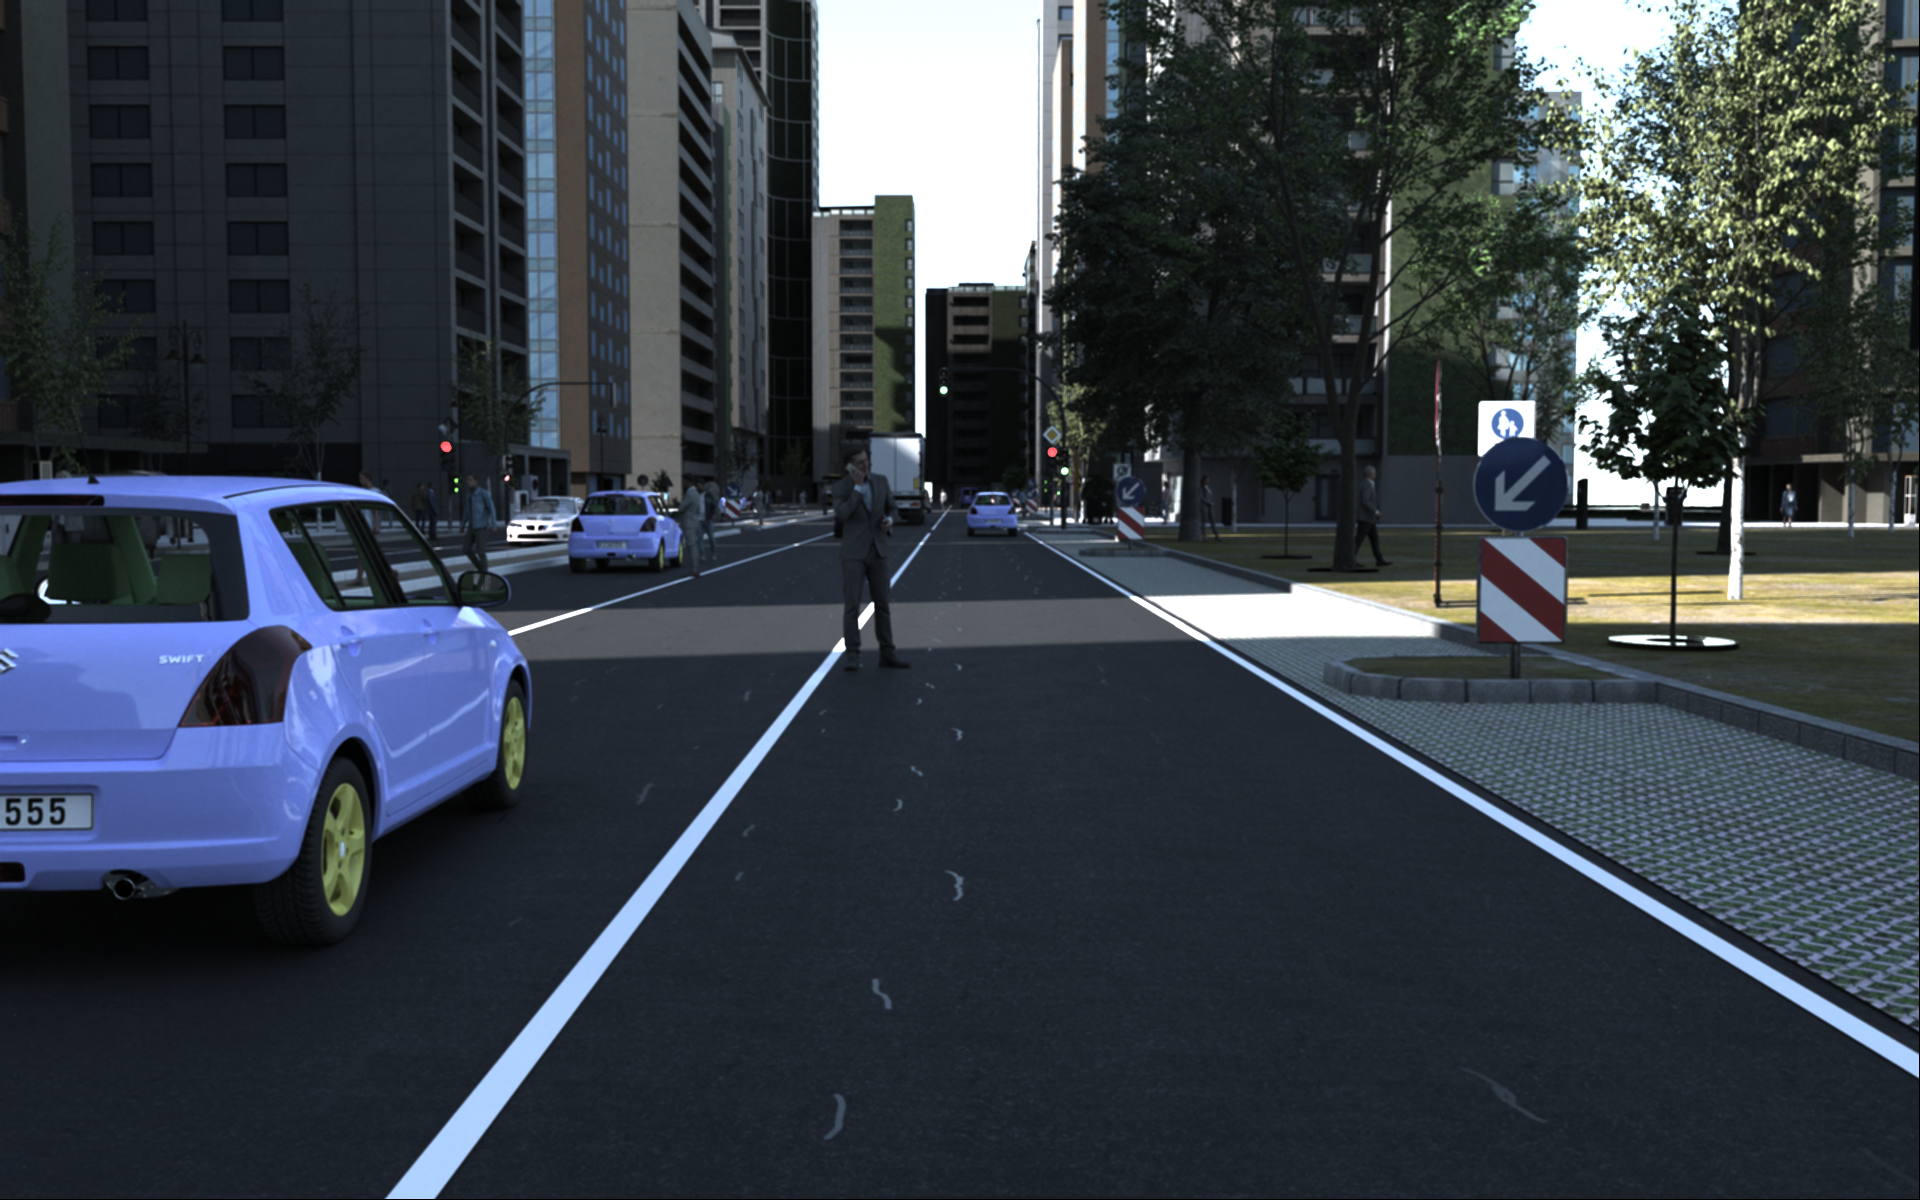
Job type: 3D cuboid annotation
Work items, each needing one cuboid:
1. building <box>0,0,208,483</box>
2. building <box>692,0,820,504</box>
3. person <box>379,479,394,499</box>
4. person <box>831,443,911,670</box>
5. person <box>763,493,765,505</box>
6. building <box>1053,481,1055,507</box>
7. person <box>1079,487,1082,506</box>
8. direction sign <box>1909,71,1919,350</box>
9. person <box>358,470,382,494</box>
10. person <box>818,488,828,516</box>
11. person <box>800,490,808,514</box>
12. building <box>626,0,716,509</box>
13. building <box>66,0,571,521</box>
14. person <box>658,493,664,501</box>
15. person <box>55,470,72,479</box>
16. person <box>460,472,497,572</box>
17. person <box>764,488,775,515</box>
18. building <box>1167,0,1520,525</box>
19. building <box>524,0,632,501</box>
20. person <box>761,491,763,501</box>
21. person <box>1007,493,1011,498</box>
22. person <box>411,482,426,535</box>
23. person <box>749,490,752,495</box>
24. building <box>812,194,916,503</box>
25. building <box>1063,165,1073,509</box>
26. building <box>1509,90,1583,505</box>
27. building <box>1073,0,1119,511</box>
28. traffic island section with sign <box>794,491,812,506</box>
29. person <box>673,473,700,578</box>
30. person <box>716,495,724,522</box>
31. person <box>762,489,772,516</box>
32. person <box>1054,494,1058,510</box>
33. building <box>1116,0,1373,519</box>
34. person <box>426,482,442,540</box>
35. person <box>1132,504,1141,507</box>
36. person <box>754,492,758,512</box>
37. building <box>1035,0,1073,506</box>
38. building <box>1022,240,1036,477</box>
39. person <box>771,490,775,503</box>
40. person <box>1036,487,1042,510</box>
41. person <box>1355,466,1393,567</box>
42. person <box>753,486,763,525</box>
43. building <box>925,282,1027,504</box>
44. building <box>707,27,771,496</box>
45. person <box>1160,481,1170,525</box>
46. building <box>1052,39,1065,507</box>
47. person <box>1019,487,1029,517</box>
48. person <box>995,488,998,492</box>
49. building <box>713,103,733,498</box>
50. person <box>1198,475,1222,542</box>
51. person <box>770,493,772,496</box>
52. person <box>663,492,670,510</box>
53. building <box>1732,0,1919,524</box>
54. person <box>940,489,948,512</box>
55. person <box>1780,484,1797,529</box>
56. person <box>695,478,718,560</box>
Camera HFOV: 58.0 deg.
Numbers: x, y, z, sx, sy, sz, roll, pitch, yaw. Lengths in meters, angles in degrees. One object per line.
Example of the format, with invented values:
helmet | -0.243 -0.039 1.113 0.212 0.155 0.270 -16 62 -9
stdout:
building | -40.289 -24.039 47.666 28.867 44.769 22.147 0 3 0
building | -30.445 -49.049 240.201 20.611 71.187 20.563 0 3 0
person | -20.561 -3.418 61.908 0.794 1.824 0.713 3 4 37
person | -0.724 -0.358 14.165 0.655 1.846 0.447 -2 4 -27
person | -22.124 -11.668 196.773 1.348 1.831 0.705 2 4 34
building | 16.729 -30.531 182.776 14.154 41.232 14.086 0 3 0
person | 8.895 -7.273 125.171 1.509 1.804 0.699 3 5 44
direction sign | 5.530 -1.052 9.197 0.876 3.537 0.379 2 4 24
person | -9.193 -1.125 26.987 0.778 1.811 0.616 -2 4 -28
person | -8.843 -6.320 112.015 0.590 1.801 0.661 -1 4 -21
person | -11.189 -7.020 123.849 0.480 1.755 0.524 2 4 30
building | -34.431 -32.606 156.812 21.300 48.544 21.600 0 3 0
building | -32.000 -39.888 90.416 20.563 71.187 20.611 0 3 0
person | -23.927 -8.037 138.456 0.512 1.701 0.522 -1 4 -22
person | -13.989 -1.127 27.118 0.537 1.800 0.526 0 4 6
person | -7.612 -1.136 27.411 0.601 1.785 0.444 3 5 40
person | -13.100 -6.769 119.021 0.795 1.843 0.661 -1 4 -10
building | 15.991 -24.097 77.577 14.086 41.232 14.154 0 3 0
building | -30.563 -28.529 116.564 14.600 45.320 14.200 0 3 0
person | -21.904 -11.329 191.254 0.705 1.826 1.348 -2 4 -30
person | 6.200 -13.143 221.728 0.445 1.727 0.742 3 4 38
person | -18.874 -3.194 60.640 0.656 1.842 0.836 -2 4 -24
person | -22.935 -11.132 188.783 0.721 1.736 1.217 0 4 3
building | -13.098 -33.934 238.410 14.086 41.232 14.154 0 3 0
building | 16.110 -23.415 154.540 14.160 30.474 14.107 0 3 0
building | 57.093 -35.832 205.455 30.456 49.044 23.786 0 3 0
building | 16.004 -29.537 133.035 14.600 45.320 14.200 0 3 0
traffic island section with sign | -18.131 -11.731 200.430 1.989 1.847 2.006 0 3 0
person | -4.720 -1.298 29.895 0.466 1.800 0.511 -1 4 -10
person | -12.452 -4.861 88.254 0.850 1.792 0.678 -2 4 -29
person | -12.571 -6.367 112.941 0.623 1.781 0.721 -1 4 -16
person | 7.868 -8.085 142.905 0.373 1.253 0.362 3 5 41
building | 16.701 -25.951 107.900 14.154 41.232 14.086 0 3 0
person | -16.363 -2.754 53.704 0.419 1.800 0.721 -2 4 -31
person | 7.322 -4.037 72.067 0.581 1.822 0.654 -2 4 -34
person | -16.391 -8.013 139.534 0.620 1.820 0.660 2 4 24
building | 19.448 -40.479 203.828 21.231 58.520 28.212 0 3 0
building | 21.146 -33.984 247.523 23.993 40.220 32.217 0 3 0
person | -21.595 -11.873 200.987 1.217 1.723 0.721 0 4 -2
person | 6.339 -8.231 140.650 0.654 1.822 0.581 1 4 19
person | 7.229 -1.467 30.424 0.834 1.777 0.661 0 4 2
person | -9.019 -4.196 77.285 0.466 1.800 0.511 0 4 -6
building | 2.095 -28.610 239.473 14.107 30.474 14.160 0 3 0
building | -37.387 -37.583 203.724 27.495 52.752 28.713 0 3 0
person | 8.593 -4.077 72.713 0.388 1.821 0.555 -2 4 -23
building | 16.257 -31.708 168.535 14.600 45.320 14.200 0 3 0
person | 4.017 -6.051 107.299 0.638 1.841 0.748 1 4 15
person | 1.893 -5.092 92.103 0.624 1.780 0.694 -1 4 -12
building | -31.088 -30.102 175.764 14.154 41.232 14.086 0 3 0
person | 6.749 -2.471 46.719 0.573 1.790 0.520 2 4 32
person | -21.517 -11.510 193.860 1.348 1.869 0.705 3 4 37
person | -23.733 -8.183 139.694 0.638 1.841 0.748 2 4 35
building | 51.840 -26.137 81.970 28.867 44.769 22.147 0 3 0
person | -1.318 -7.984 139.155 0.709 1.813 0.853 2 4 33
person | 31.097 -3.453 64.981 0.581 1.822 0.654 1 4 23
person | -5.570 -1.762 37.655 0.623 1.781 0.721 0 4 -5
